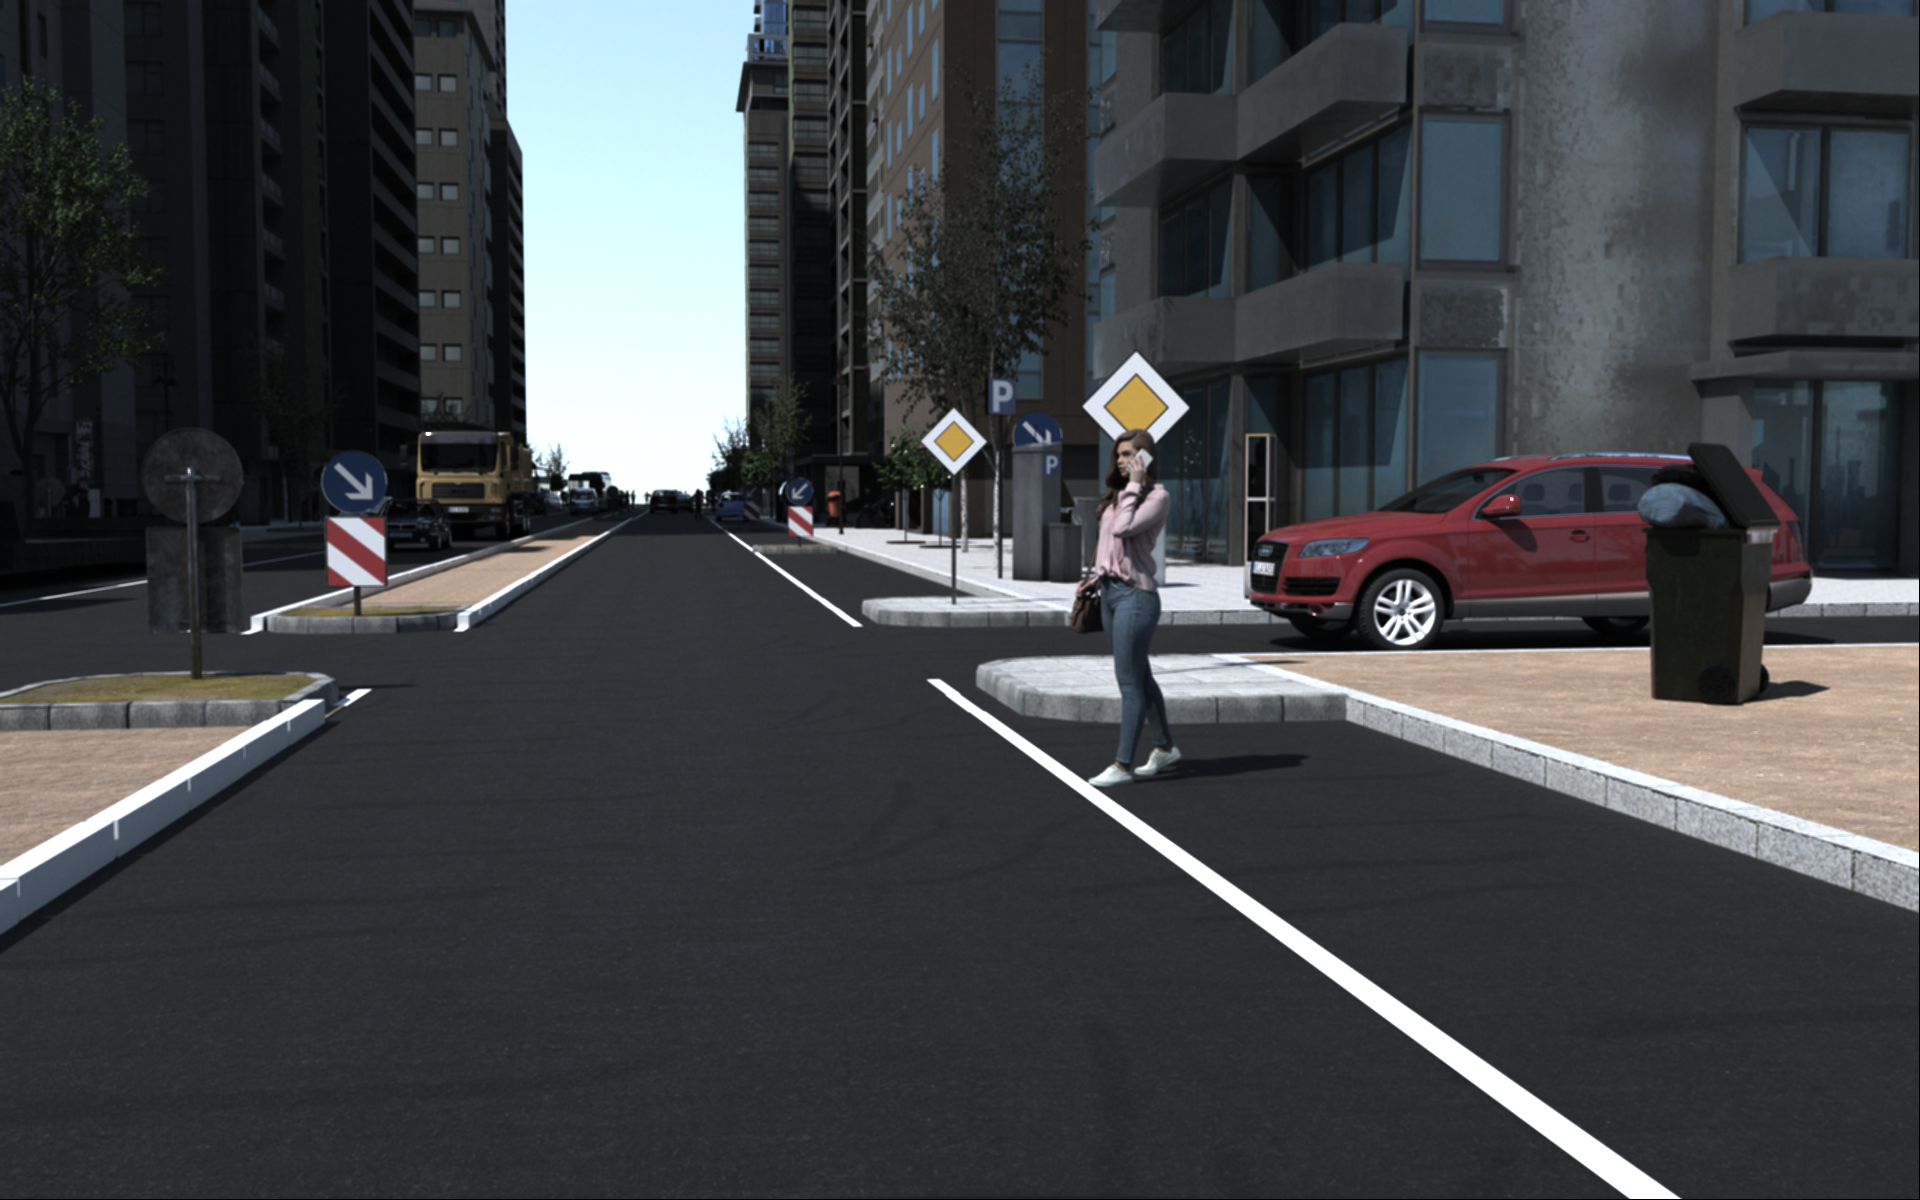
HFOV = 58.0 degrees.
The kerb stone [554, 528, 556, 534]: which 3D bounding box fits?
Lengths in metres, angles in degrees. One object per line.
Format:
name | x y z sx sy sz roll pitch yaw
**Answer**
kerb stone | -14.460 -2.378 61.117 0.120 0.150 1.000 -1 4 -9

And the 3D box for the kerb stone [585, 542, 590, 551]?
kerb stone | -9.379 -1.286 43.223 0.120 0.150 1.000 -1 4 -9

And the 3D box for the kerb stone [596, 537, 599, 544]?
kerb stone | -10.211 -1.595 48.288 0.120 0.150 1.000 -1 4 -9

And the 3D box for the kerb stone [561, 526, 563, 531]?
kerb stone | -15.123 -2.626 65.160 0.120 0.150 1.000 -1 4 -9

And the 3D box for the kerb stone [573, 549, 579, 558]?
kerb stone | -8.546 -0.977 38.169 0.120 0.150 1.000 -1 4 -9

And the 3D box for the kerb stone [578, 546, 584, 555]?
kerb stone | -8.878 -1.101 40.198 0.120 0.150 1.000 -1 4 -9

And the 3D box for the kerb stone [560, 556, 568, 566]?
kerb stone | -7.877 -0.730 34.127 0.120 0.150 1.000 -1 4 -9

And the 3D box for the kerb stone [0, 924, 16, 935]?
kerb stone | -3.124 1.041 5.284 0.120 0.150 1.000 -1 4 -9

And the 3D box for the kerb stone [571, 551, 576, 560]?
kerb stone | -8.375 -0.915 37.156 0.120 0.150 1.000 -1 4 -9

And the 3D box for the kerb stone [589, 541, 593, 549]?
kerb stone | -9.537 -1.348 44.239 0.120 0.150 1.000 -1 4 -9

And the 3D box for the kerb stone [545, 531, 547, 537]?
kerb stone | -13.786 -2.127 57.055 0.120 0.150 1.000 -1 4 -9

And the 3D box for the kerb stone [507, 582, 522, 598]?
kerb stone | -6.220 -0.112 24.038 0.120 0.150 1.000 -1 4 -9

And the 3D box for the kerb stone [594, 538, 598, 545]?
kerb stone | -10.044 -1.534 47.280 0.120 0.150 1.000 -1 4 -9

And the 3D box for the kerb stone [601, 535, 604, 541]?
kerb stone | -10.715 -1.782 51.331 0.120 0.150 1.000 -1 4 -9

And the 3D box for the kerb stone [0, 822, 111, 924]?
kerb stone | -3.295 0.973 6.292 0.120 0.150 1.000 -1 4 -9

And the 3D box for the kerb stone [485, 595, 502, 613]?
kerb stone | -5.704 0.072 21.012 0.120 0.150 1.000 -1 4 -9

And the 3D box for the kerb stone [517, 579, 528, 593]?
kerb stone | -6.385 -0.174 25.046 0.120 0.150 1.000 -1 4 -9

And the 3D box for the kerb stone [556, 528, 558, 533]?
kerb stone | -14.617 -2.442 62.128 0.120 0.150 1.000 -1 4 -9

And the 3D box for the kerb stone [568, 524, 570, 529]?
kerb stone | -15.784 -2.875 69.194 0.120 0.150 1.000 -1 4 -9

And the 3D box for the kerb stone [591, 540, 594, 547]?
kerb stone | -9.714 -1.410 45.253 0.120 0.150 1.000 -1 4 -9

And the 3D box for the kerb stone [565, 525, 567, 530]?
kerb stone | -15.449 -2.750 67.177 0.120 0.150 1.000 -1 4 -9

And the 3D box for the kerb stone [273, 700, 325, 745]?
kerb stone | -3.954 0.728 10.341 0.120 0.150 1.000 -1 4 -9

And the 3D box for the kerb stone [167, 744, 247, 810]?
kerb stone | -3.622 0.849 8.317 0.120 0.150 1.000 -1 4 -9

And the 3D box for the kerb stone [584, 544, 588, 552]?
kerb stone | -9.210 -1.222 42.215 0.120 0.150 1.000 -1 4 -9

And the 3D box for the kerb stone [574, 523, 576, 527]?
kerb stone | -16.451 -3.120 73.238 0.120 0.150 1.000 -1 4 -9

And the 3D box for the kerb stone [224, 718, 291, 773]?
kerb stone | -3.792 0.787 9.329 0.120 0.150 1.000 -1 4 -9

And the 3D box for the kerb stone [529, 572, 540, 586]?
kerb stone | -6.705 -0.295 27.067 0.120 0.150 1.000 -1 4 -9

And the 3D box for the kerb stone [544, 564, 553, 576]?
kerb stone | -7.209 -0.482 30.094 0.120 0.150 1.000 -1 4 -9

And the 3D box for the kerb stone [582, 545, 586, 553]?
kerb stone | -9.046 -1.160 41.206 0.120 0.150 1.000 -1 4 -9

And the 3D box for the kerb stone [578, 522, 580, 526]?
kerb stone | -16.948 -3.307 76.263 0.120 0.150 1.000 -1 4 -9

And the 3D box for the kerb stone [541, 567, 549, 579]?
kerb stone | -7.045 -0.419 29.083 0.120 0.150 1.000 -1 4 -9

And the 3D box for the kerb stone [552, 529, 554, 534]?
kerb stone | -14.289 -2.318 60.102 0.120 0.150 1.000 -1 4 -9

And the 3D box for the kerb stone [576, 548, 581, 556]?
kerb stone | -8.711 -1.039 39.186 0.120 0.150 1.000 -1 4 -9

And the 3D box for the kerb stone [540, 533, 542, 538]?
kerb stone | -13.455 -2.009 55.038 0.120 0.150 1.000 -1 4 -9

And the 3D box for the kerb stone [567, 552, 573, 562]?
kerb stone | -8.214 -0.853 36.145 0.120 0.150 1.000 -1 4 -9

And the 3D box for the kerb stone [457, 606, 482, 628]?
kerb stone | -5.387 0.201 18.988 0.120 0.150 1.000 -1 4 -9

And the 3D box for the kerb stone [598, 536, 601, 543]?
kerb stone | -10.375 -1.657 49.308 0.120 0.150 1.000 -1 4 -9

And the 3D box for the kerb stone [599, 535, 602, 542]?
kerb stone | -10.547 -1.714 50.316 0.120 0.150 1.000 -1 4 -9

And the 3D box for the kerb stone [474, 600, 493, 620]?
kerb stone | -5.544 0.134 20.002 0.120 0.150 1.000 -1 4 -9

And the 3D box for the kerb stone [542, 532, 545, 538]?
kerb stone | -13.617 -2.070 56.047 0.120 0.150 1.000 -1 4 -9

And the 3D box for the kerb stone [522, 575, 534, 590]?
kerb stone | -6.545 -0.236 26.056 0.120 0.150 1.000 -1 4 -9

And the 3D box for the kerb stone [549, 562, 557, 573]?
kerb stone | -7.380 -0.538 31.102 0.120 0.150 1.000 -1 4 -9

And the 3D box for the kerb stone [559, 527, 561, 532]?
kerb stone | -14.958 -2.566 64.143 0.120 0.150 1.000 -1 4 -9

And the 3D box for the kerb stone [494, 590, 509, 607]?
kerb stone | -5.876 0.011 22.019 0.120 0.150 1.000 -1 4 -9

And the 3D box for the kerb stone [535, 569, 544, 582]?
kerb stone | -6.884 -0.359 28.073 0.120 0.150 1.000 -1 4 -9

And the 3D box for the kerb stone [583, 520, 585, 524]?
kerb stone | -17.613 -3.554 80.307 0.120 0.150 1.000 -1 4 -9

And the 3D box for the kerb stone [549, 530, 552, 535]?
kerb stone | -14.119 -2.257 59.090 0.120 0.150 1.000 -1 4 -9

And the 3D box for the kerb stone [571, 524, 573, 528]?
kerb stone | -16.119 -2.998 71.210 0.120 0.150 1.000 -1 4 -9

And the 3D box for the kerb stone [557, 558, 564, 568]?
kerb stone | -7.717 -0.668 33.117 0.120 0.150 1.000 -1 4 -9

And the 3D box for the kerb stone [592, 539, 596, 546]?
kerb stone | -9.880 -1.471 46.270 0.120 0.150 1.000 -1 4 -9

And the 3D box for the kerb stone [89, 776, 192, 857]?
kerb stone | -3.457 0.911 7.308 0.120 0.150 1.000 -1 4 -9

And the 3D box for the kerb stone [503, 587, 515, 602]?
kerb stone | -6.053 -0.044 23.030 0.120 0.150 1.000 -1 4 -9

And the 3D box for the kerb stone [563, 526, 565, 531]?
kerb stone | -15.285 -2.689 66.169 0.120 0.150 1.000 -1 4 -9

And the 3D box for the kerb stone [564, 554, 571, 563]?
kerb stone | -8.044 -0.792 35.137 0.120 0.150 1.000 -1 4 -9

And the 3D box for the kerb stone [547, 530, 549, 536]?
kerb stone | -13.957 -2.192 58.077 0.120 0.150 1.000 -1 4 -9

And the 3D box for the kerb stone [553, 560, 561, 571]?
kerb stone | -7.547 -0.606 32.110 0.120 0.150 1.000 -1 4 -9
